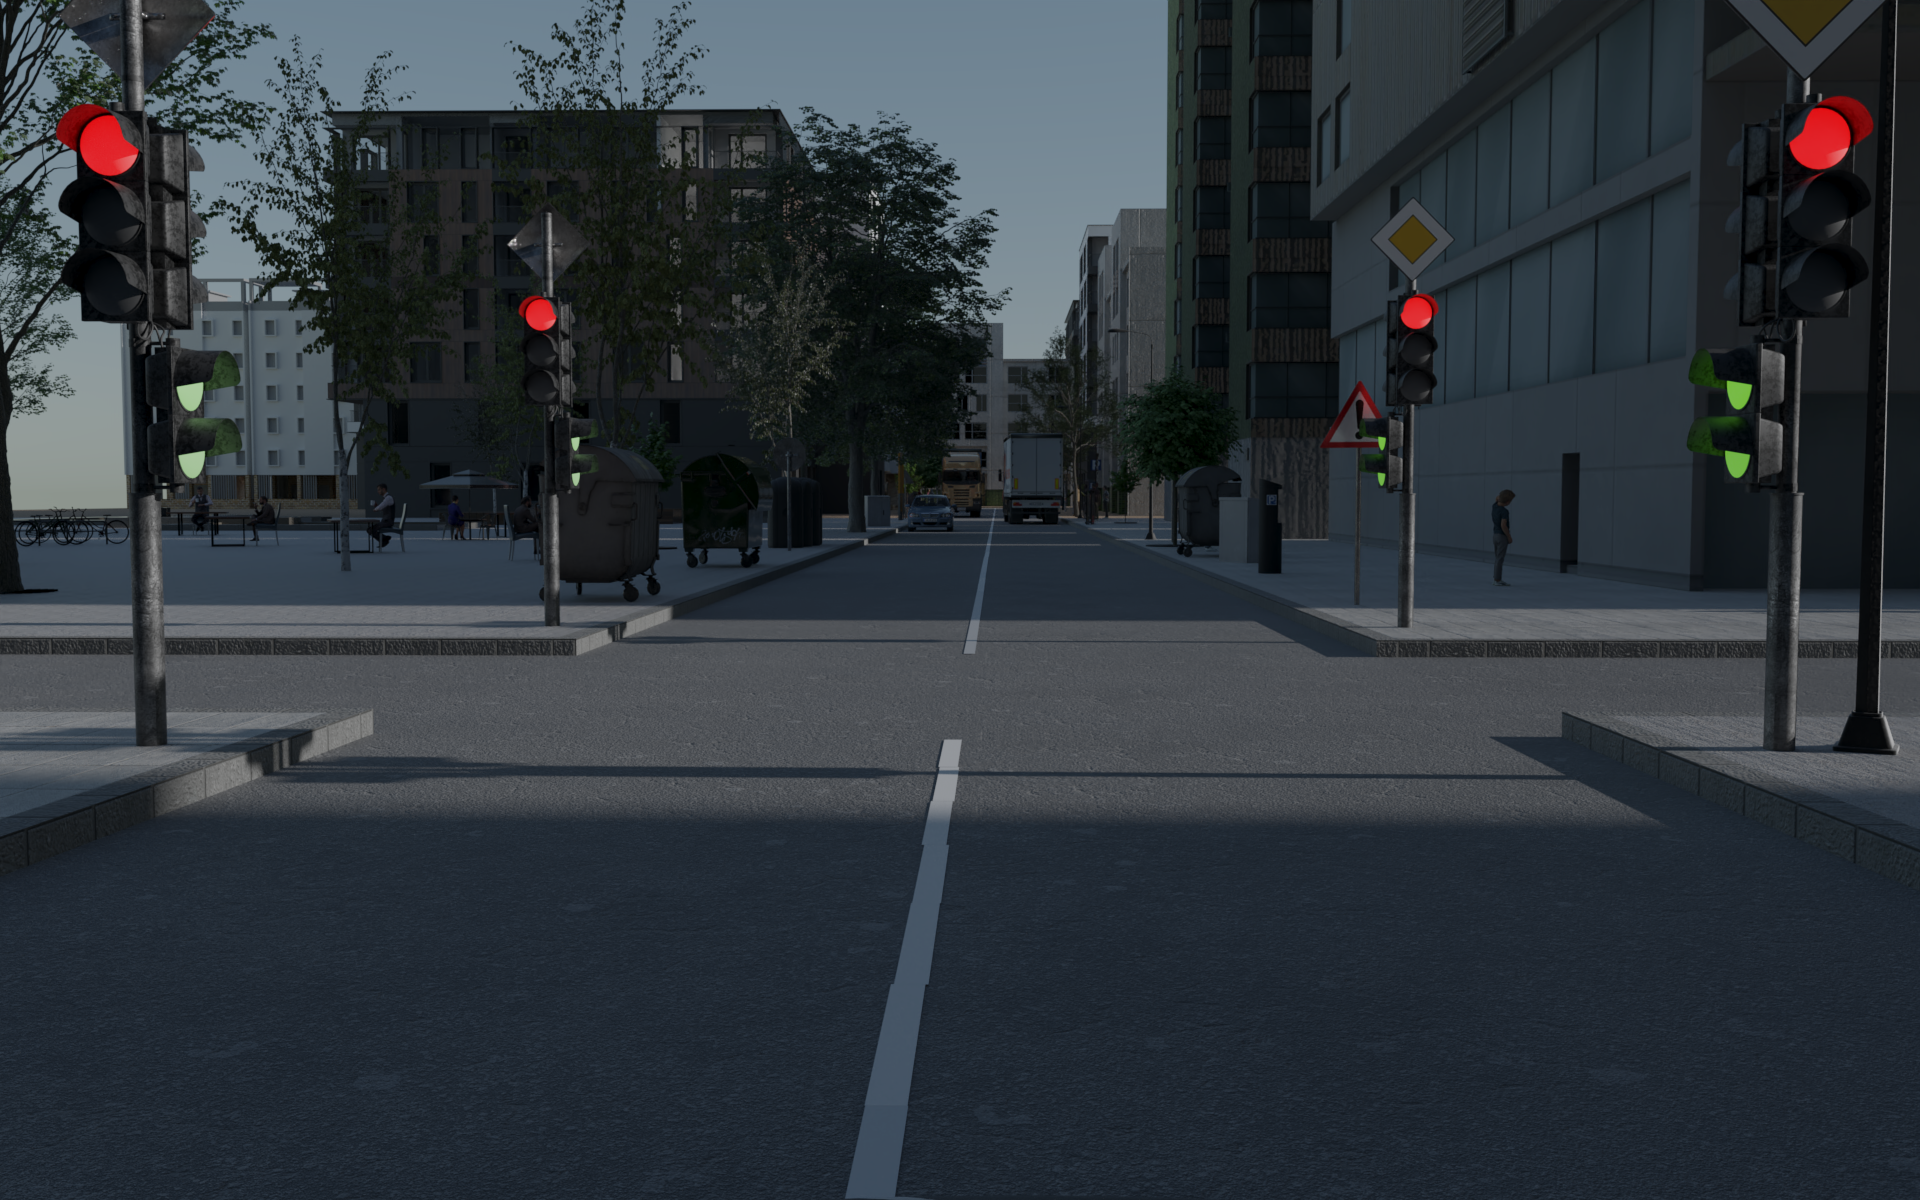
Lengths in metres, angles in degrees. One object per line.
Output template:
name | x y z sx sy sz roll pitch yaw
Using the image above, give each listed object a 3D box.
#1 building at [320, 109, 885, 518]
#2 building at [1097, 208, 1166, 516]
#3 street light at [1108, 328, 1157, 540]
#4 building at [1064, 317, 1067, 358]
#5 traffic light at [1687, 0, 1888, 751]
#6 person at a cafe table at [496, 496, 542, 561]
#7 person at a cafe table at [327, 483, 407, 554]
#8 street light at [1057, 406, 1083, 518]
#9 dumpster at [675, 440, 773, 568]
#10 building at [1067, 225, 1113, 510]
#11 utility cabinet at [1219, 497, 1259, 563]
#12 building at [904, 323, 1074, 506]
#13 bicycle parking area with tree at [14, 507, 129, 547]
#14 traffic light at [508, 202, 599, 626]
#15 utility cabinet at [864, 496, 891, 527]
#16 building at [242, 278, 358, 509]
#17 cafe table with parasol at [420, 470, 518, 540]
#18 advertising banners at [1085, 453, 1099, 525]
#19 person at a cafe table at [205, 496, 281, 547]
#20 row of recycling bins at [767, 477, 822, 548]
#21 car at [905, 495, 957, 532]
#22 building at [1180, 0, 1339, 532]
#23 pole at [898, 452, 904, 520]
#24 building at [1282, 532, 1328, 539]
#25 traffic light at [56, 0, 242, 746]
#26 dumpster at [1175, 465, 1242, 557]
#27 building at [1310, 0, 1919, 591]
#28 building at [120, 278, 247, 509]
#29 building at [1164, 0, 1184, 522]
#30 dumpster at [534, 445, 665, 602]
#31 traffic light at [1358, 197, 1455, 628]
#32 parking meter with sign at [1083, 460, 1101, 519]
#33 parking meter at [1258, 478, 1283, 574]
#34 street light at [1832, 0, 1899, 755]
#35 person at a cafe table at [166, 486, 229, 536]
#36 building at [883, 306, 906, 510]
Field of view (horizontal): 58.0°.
building | -19.707 -16.192 108.715 27.936 21.610 32.646 0 4 1
building | 18.473 -15.249 115.781 16.747 18.905 31.486 0 4 1
street light | 4.837 -4.656 48.674 1.470 5.913 1.316 0 4 1
building | 28.397 -21.312 192.425 32.646 21.610 27.936 0 4 1
traffic light | 4.097 -1.203 8.586 0.839 4.253 0.868 0 4 1
person at a cafe table | -7.954 -1.395 33.666 1.726 1.238 1.698 -2 4 -23
person at a cafe table | -12.992 -1.804 38.017 1.622 1.524 1.698 -1 4 -23
street light | 5.799 -7.257 91.194 1.470 5.913 1.316 0 4 1
dumpster | -4.192 -1.731 30.796 1.502 2.255 1.985 0 4 1
building | 23.957 -18.570 147.591 27.936 21.610 32.646 0 4 1
utility cabinet | 5.267 -1.311 32.594 0.306 1.237 1.020 -1 4 -23
building | -3.785 -19.636 187.508 31.486 18.905 16.747 0 4 1
bicycle parking area with tree | -26.461 -3.442 43.278 9.016 4.147 8.231 -3 5 -44
traffic light | -3.949 -1.701 16.732 0.839 4.253 0.868 0 4 1
utility cabinet | -3.256 -3.507 68.503 1.020 1.237 0.306 -2 4 -31
building | -55.991 -18.454 158.140 11.380 20.091 16.016 0 4 1
cafe table with parasol | -13.754 -2.674 48.589 2.610 1.966 2.610 0 4 -5
advertising banners | 5.613 -4.720 73.363 0.090 3.025 2.074 1 4 20
person at a cafe table | -17.723 -1.957 42.865 1.726 1.238 1.698 -1 4 -22
row of recycling bins | -4.008 -2.175 42.680 1.069 1.692 3.534 0 4 5
car | -1.121 -3.394 67.501 2.014 1.417 4.499 0 4 0
building | 15.832 -18.246 70.024 14.160 30.474 14.107 0 4 1
pole | -2.894 -5.678 86.684 0.158 3.312 0.155 0 3 0
building | 15.410 -17.329 55.038 14.160 30.474 14.107 0 4 1
traffic light | -4.123 -1.213 8.749 0.839 4.253 0.868 0 4 1
dumpster | 5.150 -1.835 35.760 1.264 1.857 1.865 0 4 1
building | 22.091 -27.079 31.982 27.495 52.752 28.713 0 4 1
building | -67.363 -18.484 158.639 11.380 20.091 16.016 0 4 1
building | 16.917 -24.489 83.994 14.154 41.232 14.086 0 4 1
dumpster | -4.404 -0.945 21.207 1.264 1.857 1.865 0 4 1
traffic light | 4.271 -1.691 16.570 0.839 4.253 0.868 0 4 1
parking meter with sign | 6.687 -5.642 88.515 0.543 3.016 1.738 -1 4 -13
parking meter | 5.013 -1.197 27.974 0.372 1.533 0.369 0 3 0
street light | 4.003 -2.201 8.525 1.470 5.913 1.316 0 4 1
person at a cafe table | -23.767 -2.788 54.101 1.698 1.524 1.622 -1 4 -18
building | -10.729 -18.390 157.103 11.380 20.091 16.016 0 4 1
